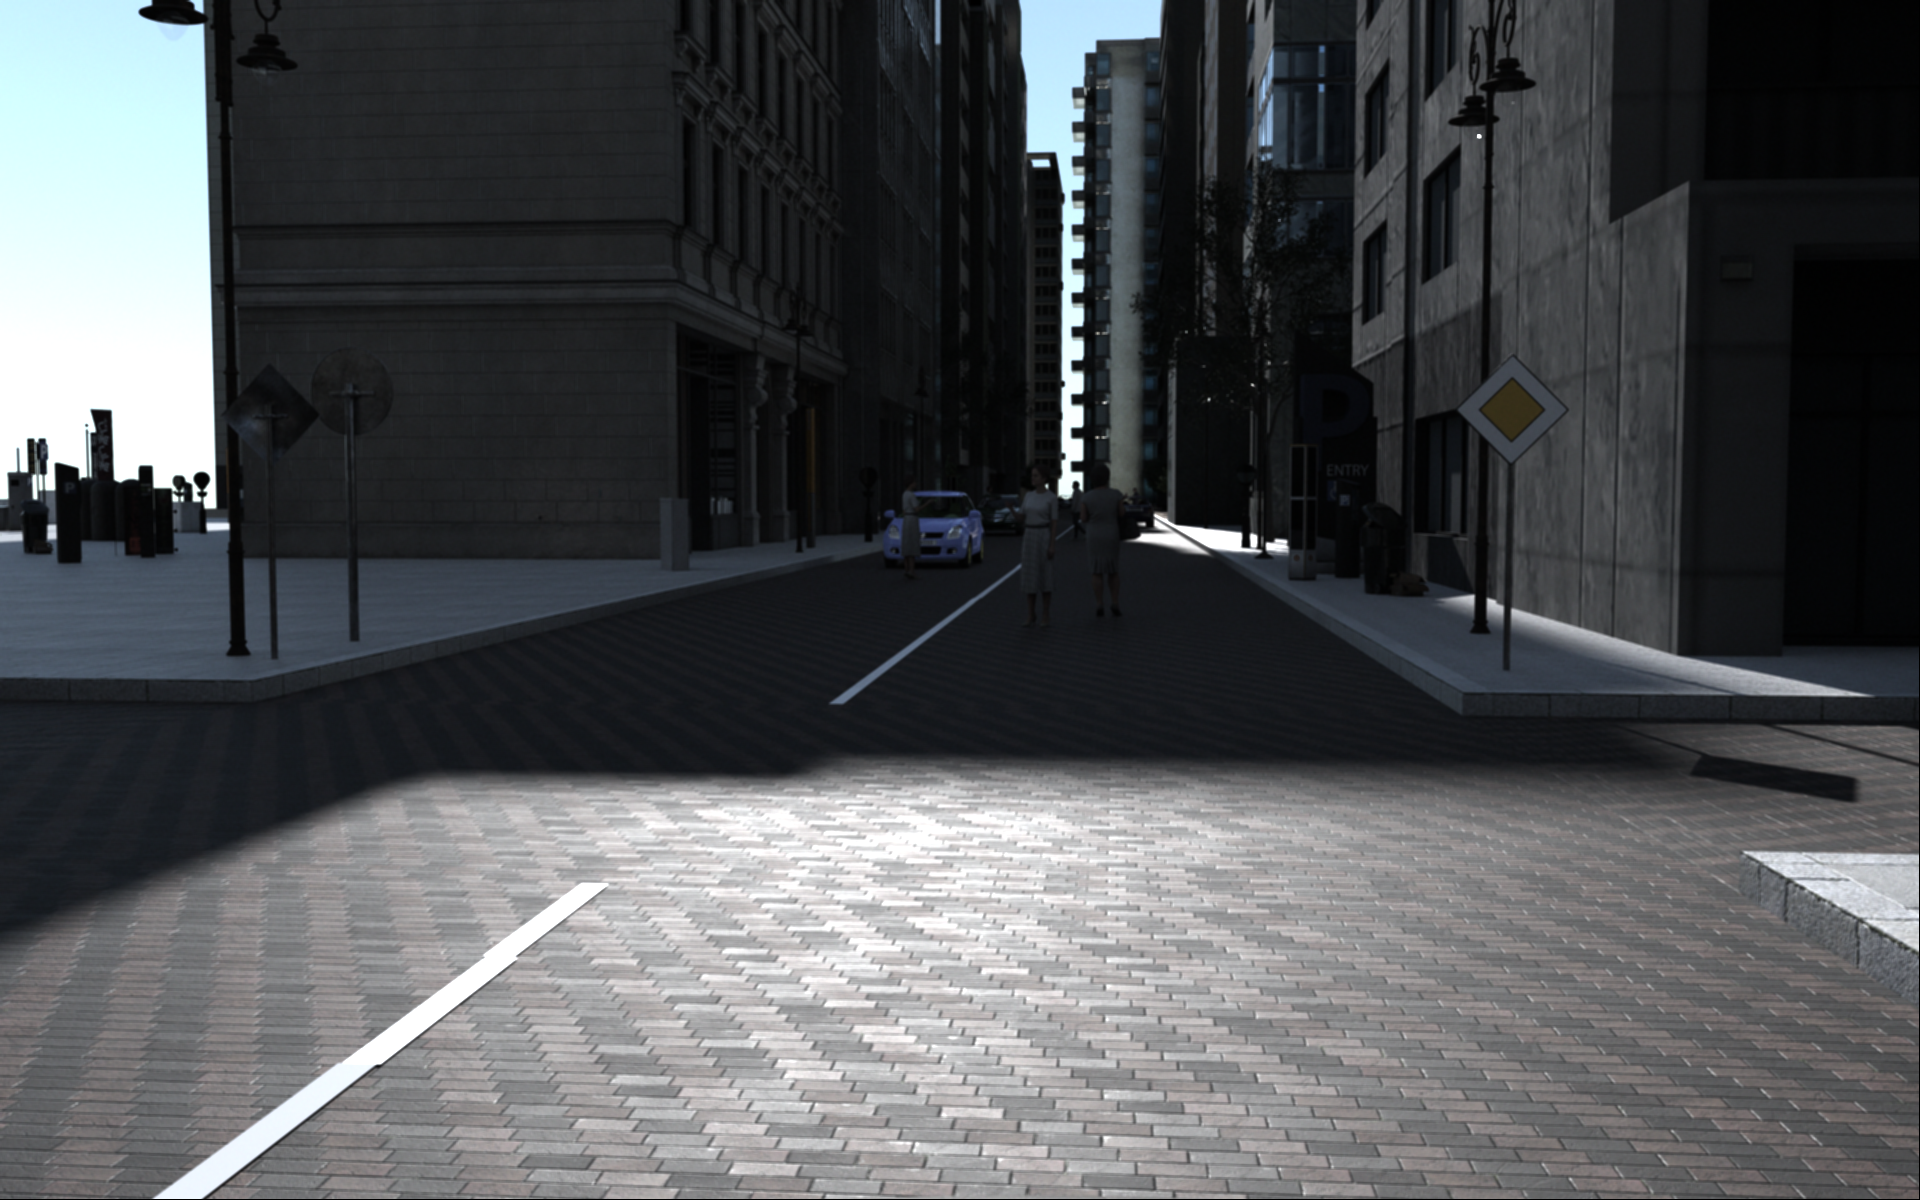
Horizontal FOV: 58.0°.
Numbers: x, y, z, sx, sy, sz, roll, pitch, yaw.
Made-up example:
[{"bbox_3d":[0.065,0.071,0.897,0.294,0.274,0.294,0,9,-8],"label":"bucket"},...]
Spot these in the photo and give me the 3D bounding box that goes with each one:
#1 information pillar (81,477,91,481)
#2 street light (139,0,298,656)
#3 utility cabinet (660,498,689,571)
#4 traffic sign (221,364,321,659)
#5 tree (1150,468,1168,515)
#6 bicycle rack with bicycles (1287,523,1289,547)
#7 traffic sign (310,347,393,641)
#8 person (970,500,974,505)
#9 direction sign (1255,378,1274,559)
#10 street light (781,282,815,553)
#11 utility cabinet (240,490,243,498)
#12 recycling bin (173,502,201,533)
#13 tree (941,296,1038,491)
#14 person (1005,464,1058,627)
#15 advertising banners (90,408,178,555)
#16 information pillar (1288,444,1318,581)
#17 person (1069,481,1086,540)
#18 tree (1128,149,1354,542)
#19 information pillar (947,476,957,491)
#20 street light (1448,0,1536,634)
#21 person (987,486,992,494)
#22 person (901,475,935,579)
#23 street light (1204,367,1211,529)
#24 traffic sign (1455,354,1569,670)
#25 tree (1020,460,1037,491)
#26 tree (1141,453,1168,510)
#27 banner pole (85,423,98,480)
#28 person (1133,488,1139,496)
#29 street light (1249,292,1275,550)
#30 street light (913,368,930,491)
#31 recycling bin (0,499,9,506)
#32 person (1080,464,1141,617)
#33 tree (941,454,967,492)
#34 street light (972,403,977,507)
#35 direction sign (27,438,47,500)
[{"bbox_3d":[-38.038,-4.338,75.426,0.304,2.012,0.304,0,4,7],"label":"information pillar"},{"bbox_3d":[-5.747,-2.497,13.616,0.468,5.910,1.993,0,4,5],"label":"street light"},{"bbox_3d":[-4.821,-1.108,29.276,0.306,1.237,1.020,-1,4,-21],"label":"utility cabinet"},{"bbox_3d":[-5.328,-0.597,13.407,0.795,2.450,0.064,0,4,5],"label":"traffic sign"},{"bbox_3d":[12.982,-6.801,105.791,1.663,3.219,1.824,0,3,0],"label":"tree"},{"bbox_3d":[9.476,-1.773,42.371,2.925,0.926,2.852,-3,5,-45],"label":"bicycle rack with bicycles"},{"bbox_3d":[-5.287,-0.914,15.044,0.768,2.556,0.104,1,4,9],"label":"traffic sign"},{"bbox_3d":[0.237,-2.270,50.299,0.352,1.250,0.332,1,4,13],"label":"person"},{"bbox_3d":[6.043,-2.587,34.302,0.379,3.537,0.876,1,4,14],"label":"direction sign"},{"bbox_3d":[-3.531,-3.984,37.918,0.468,5.910,1.993,0,4,5],"label":"street light"},{"bbox_3d":[-36.927,-4.972,89.976,1.173,1.500,0.318,1,4,10],"label":"utility cabinet"},{"bbox_3d":[-25.902,-2.779,57.994,0.722,1.027,0.722,3,5,41],"label":"recycling bin"},{"bbox_3d":[-0.585,-8.839,78.922,8.767,10.594,7.601,0,4,5],"label":"tree"},{"bbox_3d":[0.790,-0.586,18.658,0.480,1.755,0.524,2,4,30],"label":"person"},{"bbox_3d":[-17.350,-2.459,36.400,0.090,3.025,2.074,2,4,24],"label":"advertising banners"},{"bbox_3d":[5.100,-1.299,25.738,0.304,2.012,0.304,-3,5,-43],"label":"information pillar"},{"bbox_3d":[3.716,-2.783,53.842,0.795,1.843,0.661,2,4,34],"label":"person"},{"bbox_3d":[8.372,-6.834,46.154,8.767,10.594,7.601,1,4,17],"label":"tree"},{"bbox_3d":[-0.334,-4.009,70.040,0.304,2.012,0.304,-2,4,-32],"label":"information pillar"},{"bbox_3d":[4.800,-2.631,15.803,0.468,5.910,1.993,0,4,5],"label":"street light"},{"bbox_3d":[1.258,-3.625,68.343,0.524,1.755,0.480,0,4,-3],"label":"person"},{"bbox_3d":[-0.738,-1.229,29.161,0.524,1.755,0.480,-2,4,-27],"label":"person"},{"bbox_3d":[9.019,-5.537,63.318,0.468,5.910,1.993,0,4,5],"label":"street light"},{"bbox_3d":[3.977,-0.545,12.552,0.795,2.450,0.064,0,4,5],"label":"traffic sign"},{"bbox_3d":[6.903,-11.116,165.464,4.285,4.588,4.351,0,3,0],"label":"tree"},{"bbox_3d":[15.956,-9.398,137.363,4.285,4.588,4.351,0,3,0],"label":"tree"},{"bbox_3d":[-30.917,-4.387,61.738,0.401,3.779,0.863,1,4,11],"label":"banner pole"},{"bbox_3d":[9.400,-5.197,93.916,0.568,1.767,0.683,1,4,20],"label":"person"},{"bbox_3d":[6.916,-4.100,39.815,0.468,5.910,1.993,0,4,5],"label":"street light"},{"bbox_3d":[-1.365,-5.476,62.323,0.468,5.910,1.993,0,4,5],"label":"street light"},{"bbox_3d":[-47.709,-4.540,86.775,0.722,1.027,0.722,2,4,27],"label":"recycling bin"},{"bbox_3d":[1.769,-0.705,20.390,0.716,1.782,0.532,0,4,4],"label":"person"},{"bbox_3d":[-0.471,-5.483,84.255,1.663,3.219,1.824,0,3,0],"label":"tree"},{"bbox_3d":[0.777,-6.913,85.823,0.468,5.910,1.993,0,4,5],"label":"street light"},{"bbox_3d":[-37.393,-4.785,70.231,0.876,3.537,0.379,1,4,12],"label":"direction sign"}]
